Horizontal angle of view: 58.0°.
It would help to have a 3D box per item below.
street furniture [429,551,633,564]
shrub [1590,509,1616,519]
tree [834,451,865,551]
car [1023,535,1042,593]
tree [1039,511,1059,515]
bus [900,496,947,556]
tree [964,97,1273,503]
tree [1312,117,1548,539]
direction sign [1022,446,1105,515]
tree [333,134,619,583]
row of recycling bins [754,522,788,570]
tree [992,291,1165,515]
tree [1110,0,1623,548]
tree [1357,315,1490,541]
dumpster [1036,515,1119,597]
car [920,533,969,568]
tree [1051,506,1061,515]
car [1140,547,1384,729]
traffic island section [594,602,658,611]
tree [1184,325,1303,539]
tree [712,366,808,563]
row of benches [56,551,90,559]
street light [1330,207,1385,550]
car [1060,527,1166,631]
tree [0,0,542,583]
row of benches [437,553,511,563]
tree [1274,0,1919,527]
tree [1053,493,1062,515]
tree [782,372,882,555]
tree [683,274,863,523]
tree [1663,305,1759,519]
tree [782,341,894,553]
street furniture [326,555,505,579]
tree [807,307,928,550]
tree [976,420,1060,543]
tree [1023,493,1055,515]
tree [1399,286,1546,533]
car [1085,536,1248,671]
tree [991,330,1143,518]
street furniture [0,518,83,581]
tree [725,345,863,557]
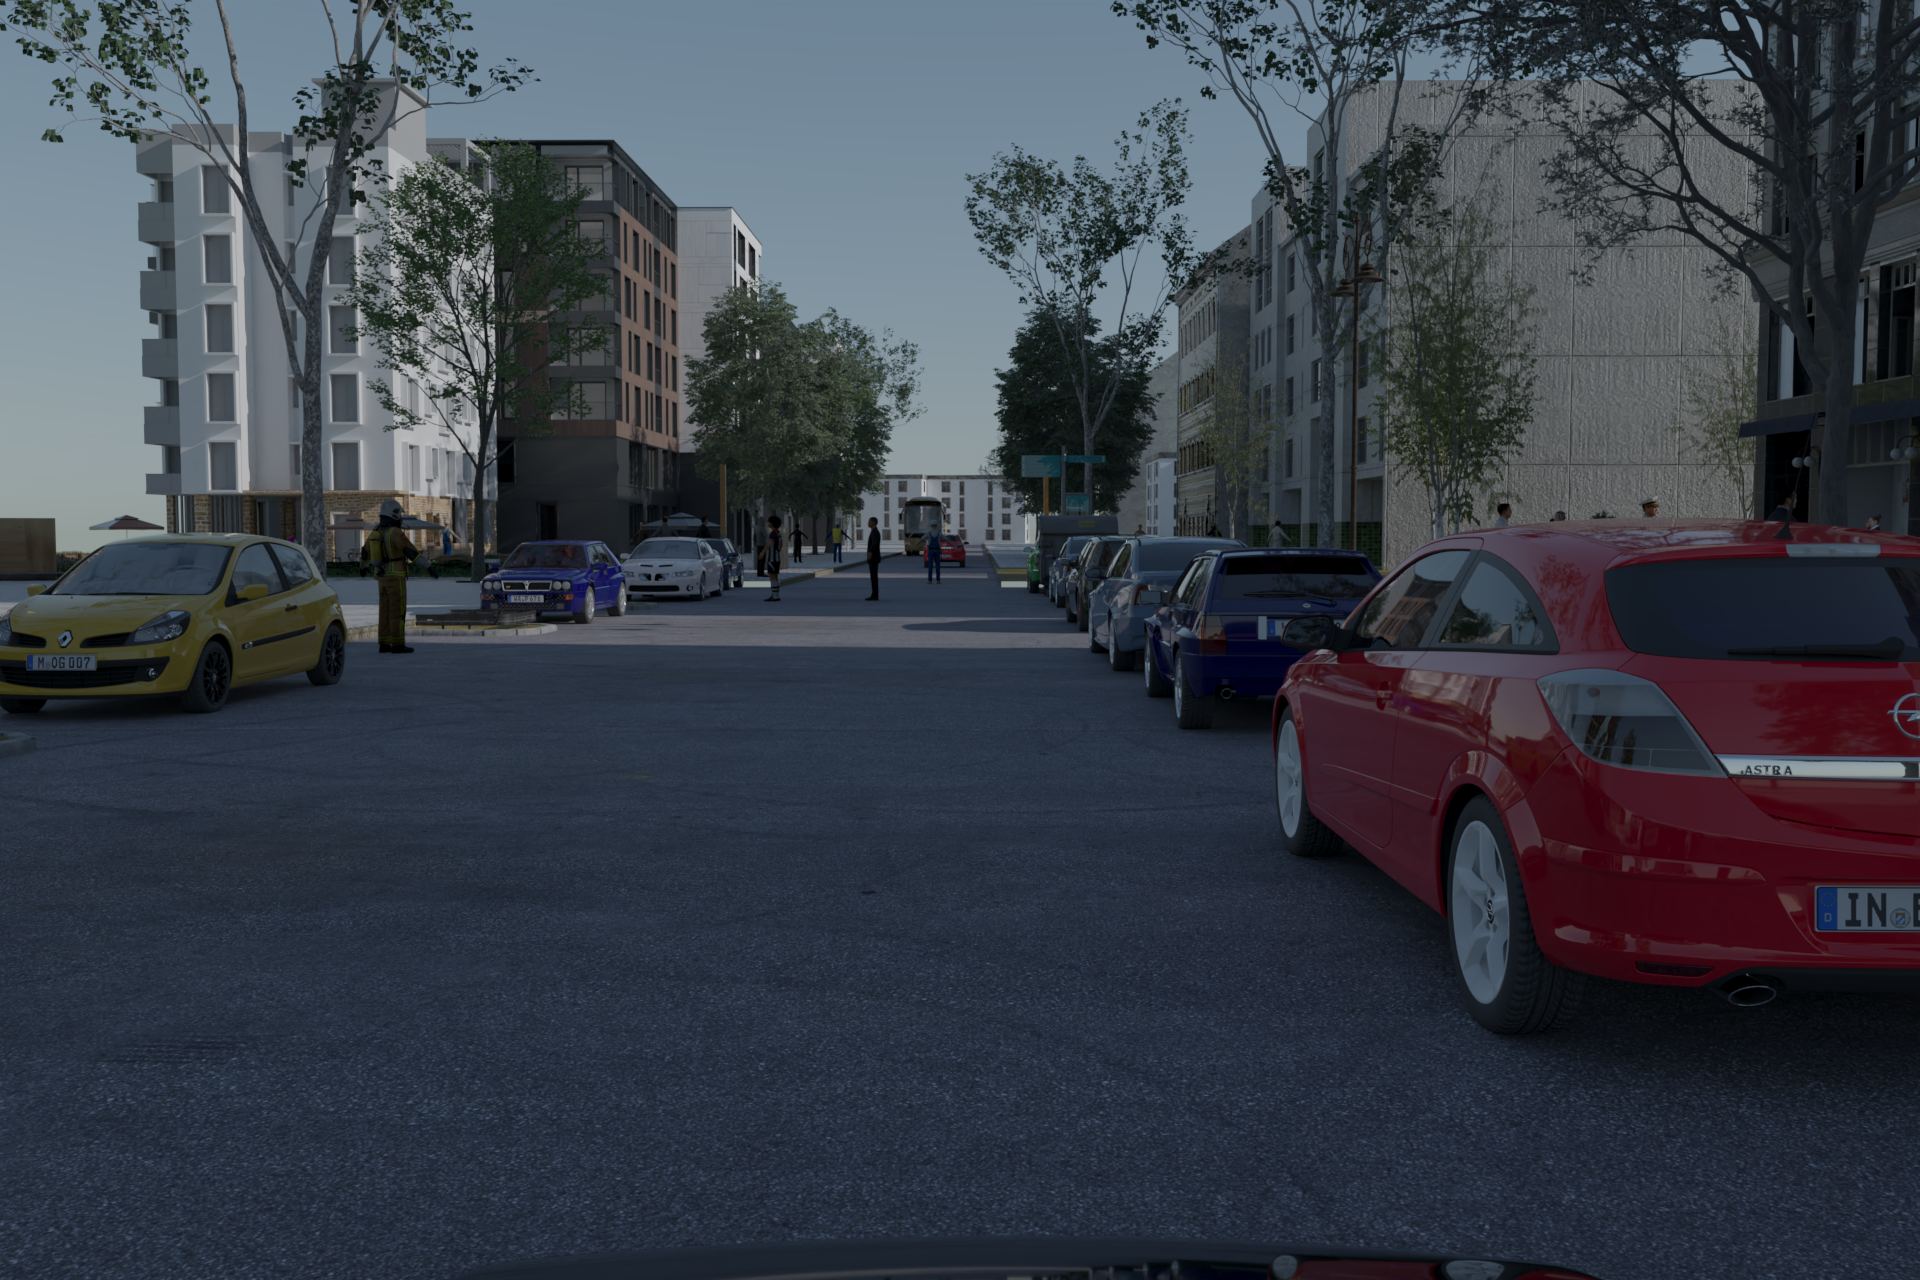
[{"bbox_3d":[-14.638,-2.961,64.042,10.072,0.657,5.734,-1,4,-13],"label":"street furniture"},{"bbox_3d":[19.126,-2.879,51.491,1.690,2.028,1.600,0,3,0],"label":"shrub"},{"bbox_3d":[-8.342,-11.095,131.763,4.360,8.622,3.978,0,3,0],"label":"tree"},{"bbox_3d":[2.574,-2.106,43.235,1.959,1.807,4.718,0,4,1],"label":"car"},{"bbox_3d":[14.447,-18.966,244.504,7.601,10.594,8.767,0,4,-5],"label":"tree"},{"bbox_3d":[-2.283,-7.621,116.144,2.896,3.916,12.252,0,4,1],"label":"bus"},{"bbox_3d":[6.838,-13.400,74.979,12.611,20.169,13.585,0,3,0],"label":"tree"},{"bbox_3d":[8.708,-4.922,30.840,4.360,8.622,3.978,0,3,0],"label":"tree"},{"bbox_3d":[3.126,-3.858,51.836,2.525,3.948,1.411,0,3,0],"label":"direction sign"},{"bbox_3d":[-12.551,-7.312,45.304,9.928,11.665,9.643,0,3,0],"label":"tree"},{"bbox_3d":[-6.827,-3.421,63.042,1.069,1.692,3.534,0,4,2],"label":"row of recycling bins"},{"bbox_3d":[6.133,-11.251,90.607,9.857,13.997,8.962,0,3,0],"label":"tree"},{"bbox_3d":[9.950,-11.248,39.799,12.611,20.169,13.585,0,3,0],"label":"tree"},{"bbox_3d":[15.483,-6.523,57.010,4.737,8.622,4.395,0,3,0],"label":"tree"},{"bbox_3d":[2.694,-1.925,39.685,1.865,1.857,1.264,0,4,0],"label":"dumpster"},{"bbox_3d":[-0.668,-4.046,75.196,2.155,1.783,4.494,0,4,-1],"label":"car"},{"bbox_3d":[6.835,-10.558,122.987,4.737,8.622,4.395,0,3,0],"label":"tree"},{"bbox_3d":[2.476,-0.090,14.048,1.945,1.354,3.894,0,4,1],"label":"car"},{"bbox_3d":[-6.889,-0.641,33.348,1.991,0.108,1.994,0,4,1],"label":"traffic island section"},{"bbox_3d":[9.566,-6.770,61.054,4.360,8.622,3.978,0,3,0],"label":"tree"},{"bbox_3d":[-9.407,-7.732,76.778,4.360,8.622,3.978,0,3,0],"label":"tree"},{"bbox_3d":[-32.975,-2.942,63.572,1.422,0.672,4.104,0,4,-4],"label":"row of benches"},{"bbox_3d":[5.687,-3.191,24.956,0.468,5.910,1.993,0,4,1],"label":"street light"},{"bbox_3d":[2.581,-1.045,26.880,2.009,1.686,4.222,0,3,0],"label":"car"},{"bbox_3d":[-13.488,-10.870,33.614,12.611,20.169,13.585,0,3,0],"label":"tree"},{"bbox_3d":[-15.206,-2.563,57.374,4.104,0.672,1.422,0,4,3],"label":"row of benches"},{"bbox_3d":[8.052,-6.451,15.840,12.009,13.543,11.850,0,3,0],"label":"tree"},{"bbox_3d":[6.977,-10.039,114.506,4.737,8.622,4.395,0,3,0],"label":"tree"},{"bbox_3d":[-8.774,-11.007,105.724,9.928,11.665,9.643,0,3,0],"label":"tree"},{"bbox_3d":[-9.200,-10.907,84.982,9.857,13.997,8.962,0,3,0],"label":"tree"},{"bbox_3d":[25.250,-6.398,54.972,4.360,8.622,3.978,0,3,0],"label":"tree"},{"bbox_3d":[-8.787,-12.803,115.985,9.857,13.997,8.962,0,3,0],"label":"tree"},{"bbox_3d":[-17.267,-2.210,51.754,10.072,0.657,5.734,0,4,-4],"label":"street furniture"},{"bbox_3d":[-8.689,-17.573,143.206,12.611,20.169,13.585,0,3,0],"label":"tree"},{"bbox_3d":[6.578,-14.334,144.733,12.009,13.543,11.850,0,3,0],"label":"tree"},{"bbox_3d":[6.701,-10.991,130.069,4.737,8.622,4.395,0,3,0],"label":"tree"},{"bbox_3d":[15.062,-6.186,51.497,4.737,8.622,4.395,0,3,0],"label":"tree"},{"bbox_3d":[2.440,-0.453,19.411,2.014,1.417,4.499,0,4,0],"label":"car"},{"bbox_3d":[6.329,-12.012,103.047,9.857,13.997,8.962,0,3,0],"label":"tree"},{"bbox_3d":[-27.746,-2.664,50.409,9.812,1.723,11.010,-2,4,-31],"label":"street furniture"},{"bbox_3d":[-9.163,-10.385,95.548,9.928,11.665,9.643,0,3,0],"label":"tree"}]
